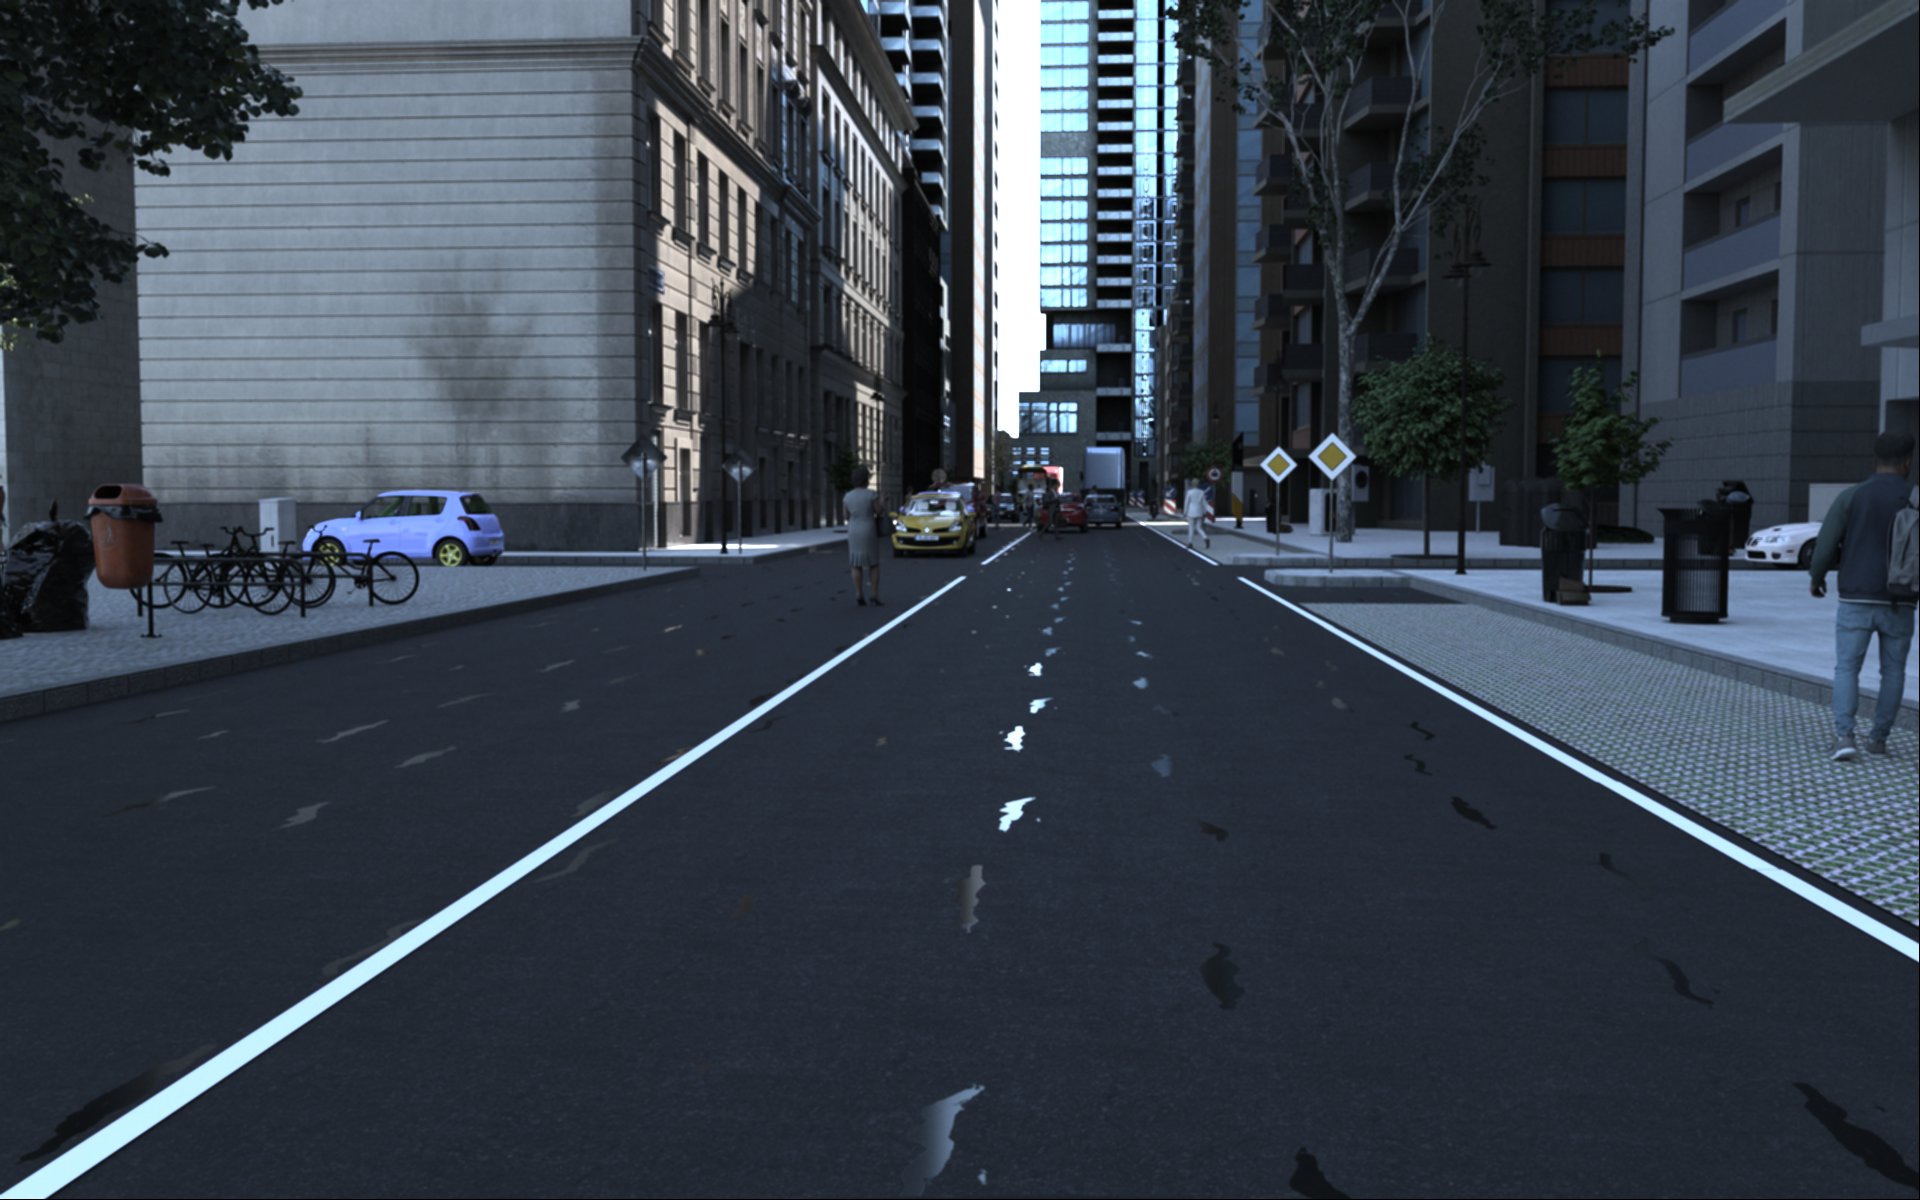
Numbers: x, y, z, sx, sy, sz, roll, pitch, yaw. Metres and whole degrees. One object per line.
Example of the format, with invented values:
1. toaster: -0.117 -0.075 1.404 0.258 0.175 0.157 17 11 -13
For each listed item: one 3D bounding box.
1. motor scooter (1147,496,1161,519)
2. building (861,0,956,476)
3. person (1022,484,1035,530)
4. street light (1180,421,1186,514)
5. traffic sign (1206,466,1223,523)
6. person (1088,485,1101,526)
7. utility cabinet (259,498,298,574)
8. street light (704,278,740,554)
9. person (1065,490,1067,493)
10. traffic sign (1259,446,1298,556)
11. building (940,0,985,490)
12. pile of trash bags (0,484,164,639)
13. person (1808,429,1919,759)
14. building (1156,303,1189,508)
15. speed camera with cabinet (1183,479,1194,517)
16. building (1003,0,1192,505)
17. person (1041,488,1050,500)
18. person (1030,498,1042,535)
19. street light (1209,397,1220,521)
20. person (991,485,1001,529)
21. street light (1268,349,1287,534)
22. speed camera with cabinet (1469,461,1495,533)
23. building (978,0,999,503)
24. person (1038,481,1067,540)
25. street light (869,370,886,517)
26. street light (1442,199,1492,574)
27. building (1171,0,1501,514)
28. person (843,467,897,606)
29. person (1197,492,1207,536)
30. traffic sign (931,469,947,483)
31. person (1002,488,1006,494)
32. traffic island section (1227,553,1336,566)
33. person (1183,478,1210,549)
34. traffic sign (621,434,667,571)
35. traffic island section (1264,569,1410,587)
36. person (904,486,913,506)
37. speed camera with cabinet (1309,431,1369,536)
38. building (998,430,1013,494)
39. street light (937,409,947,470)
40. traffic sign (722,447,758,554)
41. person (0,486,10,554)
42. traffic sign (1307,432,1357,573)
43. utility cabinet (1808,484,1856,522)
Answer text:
1. motor scooter: 10.803 -5.115 96.403 0.815 1.314 1.986 0 4 6
2. building: -11.076 -49.813 127.120 22.319 86.520 31.000 0 4 4
3. person: 2.740 -3.744 69.563 0.795 1.843 0.661 3 5 39
4. street light: 14.219 -8.413 110.339 0.468 5.910 1.993 0 4 4
5. traffic sign: 11.459 -4.764 77.993 0.768 2.556 0.104 0 4 6
6. person: 5.994 -4.261 78.268 0.850 1.850 0.679 2 4 27
7. utility cabinet: -10.710 -0.981 27.196 0.306 1.237 1.020 -3 4 -37
8. street light: -5.081 -3.935 37.130 0.468 5.910 1.993 0 4 4
9. person: 8.719 -8.160 142.696 1.217 1.735 0.721 0 4 7
10. traffic sign: 6.621 -1.983 36.068 0.795 2.450 0.064 0 4 4
11. building: -5.204 -30.634 150.977 14.600 45.320 14.200 0 4 4
12. pile of trash bags: -8.648 -0.371 15.822 3.447 1.369 1.912 1 4 22
13. person: 4.959 -0.030 9.341 0.623 1.781 0.721 1 4 12
14. building: 33.829 -19.902 170.438 27.650 21.520 28.899 0 4 4
15. speed camera with cabinet: 13.042 -6.376 98.588 0.660 3.252 2.038 0 4 6
16. building: 21.211 -54.522 204.112 31.000 86.520 22.319 0 4 4
17. person: 5.762 -6.443 113.775 1.348 1.831 0.705 -2 4 -32
18. person: 2.652 -2.911 60.346 0.590 1.304 0.306 -3 4 -39
19. street light: 12.129 -6.711 82.510 0.468 5.910 1.993 0 4 4
20. person: 1.484 -3.849 71.440 0.388 1.821 0.555 -2 4 -35
21. street light: 10.143 -5.054 55.428 0.468 5.910 1.993 0 4 4
22. speed camera with cabinet: 17.712 -3.805 56.546 2.038 3.252 0.660 0 4 -1
23. building: -10.273 -38.806 176.471 28.212 58.520 21.231 0 4 4
24. person: 2.896 -2.801 54.255 0.822 1.834 0.622 2 4 31
25. street light: -3.076 -5.634 64.900 0.468 5.910 1.993 0 4 4
26. street light: 8.021 -3.350 27.555 0.468 5.910 1.993 0 4 4
27. building: 28.706 -29.713 140.436 22.147 44.769 28.867 0 4 4
28. person: -1.130 -0.823 22.314 0.716 1.782 0.532 1 4 20
29. person: 8.155 -2.913 58.725 0.503 1.515 0.523 2 4 31
30. traffic sign: -1.062 -5.311 86.944 0.768 2.556 0.104 1 4 9
31. person: 2.842 -6.130 109.005 0.850 1.792 0.678 0 4 3
32. traffic island section: 6.645 -0.848 36.144 2.009 0.180 2.903 0 4 4
33. person: 6.105 -2.216 44.608 0.514 1.842 0.818 -2 4 -34
34. traffic sign: -5.284 -1.549 28.967 0.795 2.450 0.064 0 4 4
35. traffic island section: 6.051 -0.361 28.181 2.009 0.180 2.903 0 4 4
36. person: -1.704 -3.056 59.471 0.522 1.701 0.512 -3 5 -44
37. speed camera with cabinet: 11.743 -3.625 53.612 2.038 3.252 0.660 -2 4 -34
38. building: -7.725 -37.992 210.401 27.495 52.752 28.713 0 4 4
39. street light: -0.950 -7.326 92.562 0.468 5.910 1.993 0 4 4
40. traffic sign: -4.690 -2.036 36.930 0.795 2.450 0.064 0 4 4
41. person: -18.643 -1.527 33.435 0.580 1.828 0.573 3 4 36
42. traffic sign: 6.027 -1.496 28.105 0.795 2.450 0.064 0 4 4
43. utility cabinet: 18.734 -1.724 36.871 1.173 1.500 0.318 2 4 34
